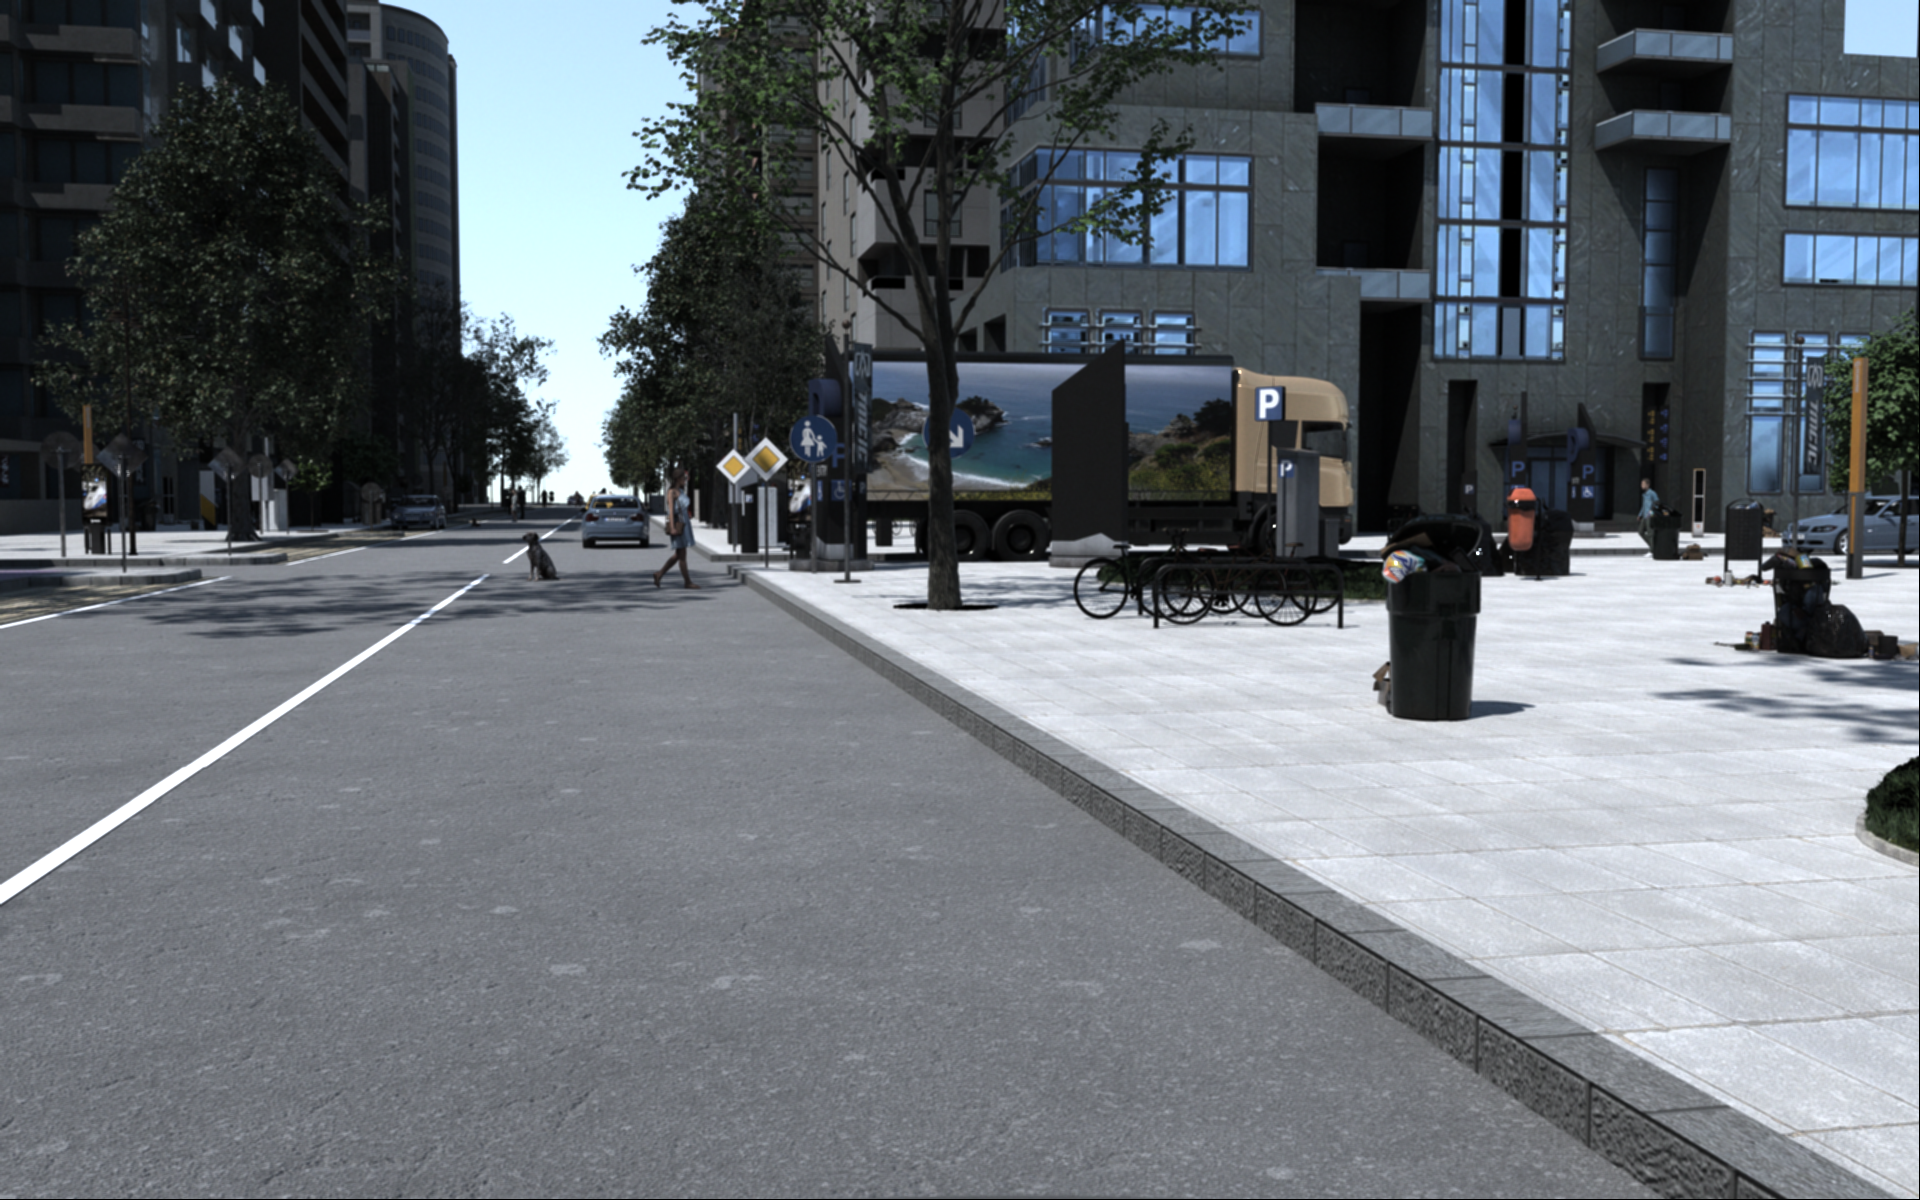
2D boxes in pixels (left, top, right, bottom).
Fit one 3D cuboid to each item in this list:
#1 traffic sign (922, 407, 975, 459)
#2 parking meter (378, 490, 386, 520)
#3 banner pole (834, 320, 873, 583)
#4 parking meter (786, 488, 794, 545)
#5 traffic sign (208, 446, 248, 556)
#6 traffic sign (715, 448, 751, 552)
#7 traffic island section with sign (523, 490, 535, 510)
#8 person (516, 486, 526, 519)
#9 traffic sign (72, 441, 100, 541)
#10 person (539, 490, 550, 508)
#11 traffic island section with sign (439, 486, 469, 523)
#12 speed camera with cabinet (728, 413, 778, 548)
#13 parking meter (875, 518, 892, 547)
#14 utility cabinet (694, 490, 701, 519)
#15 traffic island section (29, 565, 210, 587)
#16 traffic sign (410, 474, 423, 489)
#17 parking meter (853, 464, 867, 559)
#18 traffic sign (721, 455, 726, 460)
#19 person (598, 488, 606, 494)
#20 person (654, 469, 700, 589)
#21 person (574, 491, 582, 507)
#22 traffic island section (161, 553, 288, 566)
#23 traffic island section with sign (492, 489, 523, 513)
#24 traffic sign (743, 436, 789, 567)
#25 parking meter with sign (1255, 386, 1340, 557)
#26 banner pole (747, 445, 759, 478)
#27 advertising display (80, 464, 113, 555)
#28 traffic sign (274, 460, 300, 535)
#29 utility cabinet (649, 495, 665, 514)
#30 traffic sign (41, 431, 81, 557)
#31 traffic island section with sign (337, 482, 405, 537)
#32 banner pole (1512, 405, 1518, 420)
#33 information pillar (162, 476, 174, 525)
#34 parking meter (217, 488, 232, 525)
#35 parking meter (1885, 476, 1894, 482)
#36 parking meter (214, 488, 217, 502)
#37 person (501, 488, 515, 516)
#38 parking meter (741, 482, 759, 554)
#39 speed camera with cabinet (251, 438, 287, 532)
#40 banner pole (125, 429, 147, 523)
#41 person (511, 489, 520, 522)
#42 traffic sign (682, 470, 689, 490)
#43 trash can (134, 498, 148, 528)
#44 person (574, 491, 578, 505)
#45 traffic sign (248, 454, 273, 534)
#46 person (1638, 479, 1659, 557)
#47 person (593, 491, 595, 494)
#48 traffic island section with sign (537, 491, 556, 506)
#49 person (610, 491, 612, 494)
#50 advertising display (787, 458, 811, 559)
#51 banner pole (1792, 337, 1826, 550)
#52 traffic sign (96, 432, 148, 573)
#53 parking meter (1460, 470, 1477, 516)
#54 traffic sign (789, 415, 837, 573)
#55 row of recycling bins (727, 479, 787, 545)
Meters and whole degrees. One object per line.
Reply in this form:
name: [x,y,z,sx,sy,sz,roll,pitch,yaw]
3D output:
traffic sign: [-0.166,-1.538,25.255,0.768,2.556,0.104,0,4,-3]
parking meter: [-29.026,-4.805,86.966,0.372,1.533,0.369,0,3,0]
banner pole: [-1.506,-2.153,25.217,0.401,3.779,0.863,2,4,33]
parking meter: [-4.206,-2.155,43.639,0.372,1.533,0.369,0,3,0]
traffic sign: [-15.209,-1.980,36.019,0.795,2.450,0.064,-1,4,-11]
traffic sign: [-4.968,-2.105,38.064,0.795,2.450,0.064,-1,4,-11]
traffic island section with sign: [-40.305,-9.247,159.809,1.989,1.847,2.006,-1,4,-11]
person: [-24.960,-5.534,98.337,0.474,1.900,0.648,0,4,0]
traffic sign: [-20.858,-2.518,41.280,0.768,2.556,0.104,0,4,-6]
person: [-44.106,-10.747,183.844,1.348,1.869,0.705,1,4,20]
traffic island section with sign: [-25.153,-4.668,84.944,1.989,1.847,2.006,-1,4,-11]
speed camera with cabinet: [-5.007,-2.904,41.816,0.660,3.252,2.038,-2,4,-26]
parking meter: [-1.875,-2.244,42.408,0.399,1.863,0.255,-2,4,-33]
utility cabinet: [-12.947,-4.802,87.192,0.318,1.500,1.173,1,4,20]
traffic island section: [-13.646,-0.365,28.249,2.009,0.180,2.903,-1,4,-11]
traffic sign: [-34.014,-6.626,108.444,0.768,2.556,0.104,0,4,-5]
parking meter: [-1.870,-1.558,31.191,0.255,1.863,0.399,2,4,27]
traffic sign: [-7.208,-3.342,54.753,0.768,2.556,0.104,0,4,-7]
person: [-21.121,-5.712,102.150,0.793,1.790,0.793,2,4,27]
person: [-4.296,-1.073,26.130,0.778,1.811,0.616,1,4,15]
person: [-43.481,-11.506,197.182,0.990,1.755,0.434,-2,4,-26]
traffic island section: [-15.231,-0.844,36.076,2.009,0.180,2.903,-1,4,-11]
traffic island section with sign: [-34.951,-7.629,133.366,1.989,1.847,2.006,-1,4,-11]
traffic sign: [-3.383,-1.627,30.237,0.795,2.450,0.064,-1,4,-11]
parking meter with sign: [5.652,-1.990,28.798,1.738,3.016,0.543,-3,5,-43]
banner pole: [-9.383,-5.395,78.227,0.863,3.779,0.401,2,4,24]
advertising display: [-18.350,-1.934,36.828,0.974,1.923,0.123,2,4,33]
traffic sign: [-21.301,-3.281,54.836,0.795,2.450,0.064,-1,4,-10]
utility cabinet: [-19.264,-6.050,110.083,0.306,1.237,1.020,3,5,43]
traffic sign: [-18.201,-2.140,35.092,0.768,2.556,0.104,-1,4,-9]
traffic island section with sign: [-19.660,-3.011,57.865,1.989,1.847,2.006,-1,4,-11]
banner pole: [15.541,-3.588,48.673,0.401,3.779,0.863,2,4,26]
information pillar: [-32.655,-4.095,71.440,0.304,2.012,0.304,1,4,11]
parking meter: [-30.542,-3.896,72.117,0.372,1.533,0.369,0,3,0]
parking meter: [29.071,-2.973,54.325,0.399,1.863,0.255,-3,5,-39]
parking meter: [-31.931,-4.037,74.415,0.372,1.533,0.369,0,3,0]
person: [-29.556,-6.460,114.127,1.348,1.823,0.705,-2,4,-24]
parking meter: [-4.543,-1.773,37.403,0.372,1.533,0.369,0,3,0]
speed camera with cabinet: [-23.721,-3.982,59.448,0.660,3.252,2.038,0,4,-4]
banner pole: [-31.924,-4.710,67.023,0.863,3.779,0.401,-2,4,-27]
person: [-22.678,-4.812,88.185,0.522,1.701,0.512,-2,4,-27]
traffic sign: [-14.365,-5.467,89.490,0.768,2.556,0.104,-1,4,-8]
trash can: [-30.423,-3.222,64.332,0.748,1.137,0.748,0,3,0]
person: [-48.283,-12.811,217.941,1.348,1.826,0.705,1,4,19]
traffic sign: [-22.196,-3.355,54.961,0.768,2.556,0.104,0,4,-7]
person: [15.745,-1.877,39.525,0.444,1.785,0.601,0,4,2]
person: [-46.674,-12.995,221.047,0.705,1.814,1.350,2,4,32]
traffic island section with sign: [-51.467,-12.616,214.906,1.989,1.847,2.006,-1,4,-11]
person: [-32.666,-9.300,161.354,0.742,1.727,0.445,-3,5,-42]
advertising display: [-2.809,-1.573,30.938,0.123,1.923,0.974,-2,4,-34]
banner pole: [13.566,-2.308,27.756,0.863,3.779,0.401,-2,4,-29]
traffic sign: [-13.624,-1.501,28.192,0.795,2.450,0.064,-1,4,-11]
parking meter: [12.219,-2.198,41.652,0.399,1.863,0.255,1,4,16]
traffic sign: [-2.359,-1.702,27.933,0.768,2.556,0.104,0,4,-3]
row of recycling bins: [-5.333,-2.358,45.674,1.069,1.692,3.534,1,4,10]
